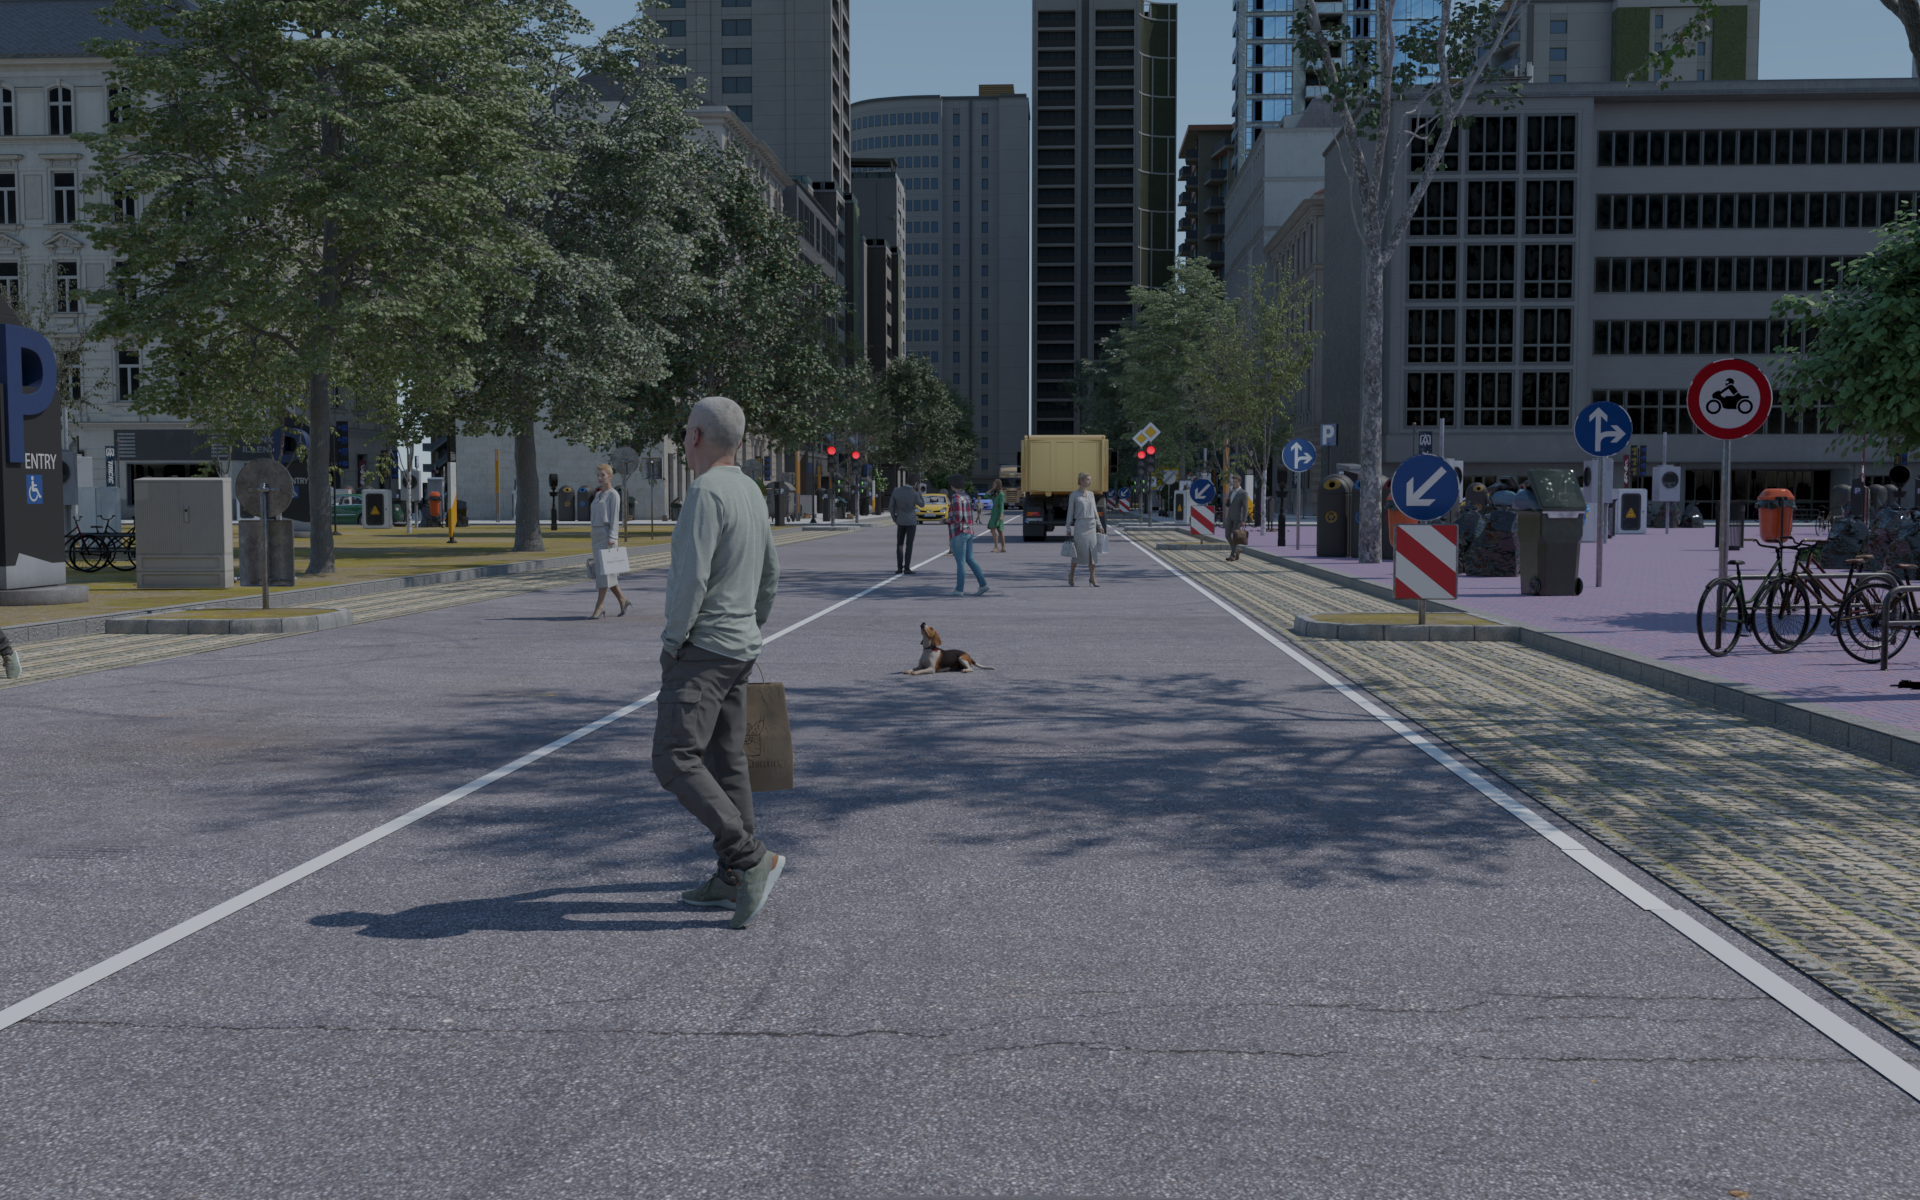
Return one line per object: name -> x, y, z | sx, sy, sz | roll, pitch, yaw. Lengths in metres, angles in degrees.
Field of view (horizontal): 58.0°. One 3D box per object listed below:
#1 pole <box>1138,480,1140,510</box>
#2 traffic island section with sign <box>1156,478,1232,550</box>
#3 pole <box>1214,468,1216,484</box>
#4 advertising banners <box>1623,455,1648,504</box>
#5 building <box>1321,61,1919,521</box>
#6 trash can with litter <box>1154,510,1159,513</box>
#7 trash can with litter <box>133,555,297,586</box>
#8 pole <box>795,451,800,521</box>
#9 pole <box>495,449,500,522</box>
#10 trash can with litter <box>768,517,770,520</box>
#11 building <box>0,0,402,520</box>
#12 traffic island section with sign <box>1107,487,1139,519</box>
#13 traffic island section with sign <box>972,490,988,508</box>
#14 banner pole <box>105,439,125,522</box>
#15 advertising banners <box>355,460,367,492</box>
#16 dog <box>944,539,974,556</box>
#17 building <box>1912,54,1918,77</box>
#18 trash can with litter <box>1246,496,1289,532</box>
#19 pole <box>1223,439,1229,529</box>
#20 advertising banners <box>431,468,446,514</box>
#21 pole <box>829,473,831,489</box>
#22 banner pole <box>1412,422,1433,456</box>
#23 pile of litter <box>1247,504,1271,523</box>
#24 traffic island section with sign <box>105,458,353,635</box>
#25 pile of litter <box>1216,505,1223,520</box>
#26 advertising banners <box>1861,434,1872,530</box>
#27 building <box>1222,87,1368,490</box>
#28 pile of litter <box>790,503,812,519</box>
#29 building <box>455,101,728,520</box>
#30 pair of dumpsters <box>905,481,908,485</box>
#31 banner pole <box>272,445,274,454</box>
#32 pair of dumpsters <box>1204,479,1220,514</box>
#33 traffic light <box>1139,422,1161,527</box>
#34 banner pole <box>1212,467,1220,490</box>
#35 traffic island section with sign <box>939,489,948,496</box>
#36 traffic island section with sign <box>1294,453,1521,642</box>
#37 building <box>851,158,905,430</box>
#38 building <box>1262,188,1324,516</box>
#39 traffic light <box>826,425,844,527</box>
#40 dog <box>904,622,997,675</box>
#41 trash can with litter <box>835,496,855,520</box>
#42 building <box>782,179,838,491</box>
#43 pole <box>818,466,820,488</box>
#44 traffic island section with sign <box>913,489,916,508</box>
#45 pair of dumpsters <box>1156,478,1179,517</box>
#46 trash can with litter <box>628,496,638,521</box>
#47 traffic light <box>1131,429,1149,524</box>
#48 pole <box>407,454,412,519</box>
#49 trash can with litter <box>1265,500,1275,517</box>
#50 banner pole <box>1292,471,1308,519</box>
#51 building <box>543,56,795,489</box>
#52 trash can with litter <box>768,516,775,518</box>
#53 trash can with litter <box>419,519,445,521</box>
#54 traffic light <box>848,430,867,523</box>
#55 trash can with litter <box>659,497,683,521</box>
pole -> 14.126, -8.700, 136.084 | 0.158, 3.312, 0.155 | 0, 3, 0
traffic island section with sign -> 6.082, -2.205, 44.687 | 1.989, 1.847, 2.006 | 0, 4, 3
pole -> 19.810, -8.610, 134.623 | 0.158, 3.312, 0.155 | 0, 3, 0
advertising banners -> 29.726, -4.900, 76.302 | 0.090, 3.025, 2.074 | -1, 4, -8
building -> 34.692, -16.487, 88.624 | 30.058, 24.678, 14.314 | 0, 4, 3
trash can with litter -> 14.318, -6.748, 121.388 | 2.233, 1.210, 1.678 | 0, 4, 3
trash can with litter -> -10.839, -0.866, 25.222 | 2.233, 1.210, 1.678 | -2, 4, -27
pole -> -7.590, -5.334, 81.059 | 0.158, 3.312, 0.155 | 0, 3, 0
pole -> -21.030, -5.194, 78.757 | 0.158, 3.312, 0.155 | 0, 3, 0
trash can with litter -> -9.701, -4.450, 84.142 | 0.624, 1.170, 1.055 | 1, 4, 20
building -> -54.617, -19.407, 93.720 | 44.131, 29.872, 17.030 | 0, 4, 3
traffic island section with sign -> 9.359, -5.595, 100.099 | 1.989, 1.847, 2.006 | 0, 4, 3
traffic island section with sign -> 1.806, -10.376, 178.269 | 1.989, 1.847, 2.006 | 0, 4, 3
banner pole -> -38.644, -5.451, 79.141 | 0.401, 3.779, 0.863 | 2, 4, 32
advertising banners -> -31.366, -5.698, 89.344 | 0.090, 3.025, 2.074 | 2, 4, 27
dog -> -0.011, -1.231, 40.325 | 0.748, 0.427, 0.550 | 0, 4, 0
building -> 59.516, -16.329, 84.993 | 19.932, 24.808, 12.078 | 0, 4, 3
trash can with litter -> 10.418, -2.946, 59.227 | 1.678, 1.210, 2.233 | 1, 4, 23
pole -> 9.844, -4.296, 64.088 | 0.158, 3.312, 0.155 | 0, 3, 0
advertising banners -> -37.805, -7.931, 125.863 | 0.090, 3.025, 2.074 | 1, 4, 17
pole -> -9.273, -7.971, 124.164 | 0.158, 3.312, 0.155 | 0, 3, 0
banner pole -> 16.101, -4.317, 60.594 | 0.863, 3.779, 0.401 | 1, 4, 11
pile of litter -> 13.133, -3.891, 77.578 | 1.719, 0.858, 1.176 | 1, 4, 13
traffic island section with sign -> -7.659, -0.604, 18.497 | 1.989, 1.847, 2.006 | 0, 4, 3
pile of litter -> 13.306, -4.481, 87.229 | 1.719, 0.858, 1.176 | 0, 4, 6
advertising banners -> 20.413, -2.621, 39.036 | 0.090, 3.025, 2.074 | 2, 4, 32
building -> 27.302, -21.840, 134.579 | 11.434, 29.767, 29.804 | 0, 4, 3
pile of litter -> -8.217, -4.679, 90.461 | 1.176, 0.858, 1.719 | 3, 4, 38
building -> -19.186, -14.583, 93.178 | 10.420, 20.320, 16.860 | 0, 4, 3
pair of dumpsters -> -4.387, -7.747, 129.156 | 1.574, 2.255, 4.437 | 0, 4, 3
banner pole -> -30.521, -5.377, 77.935 | 0.863, 3.779, 0.401 | -1, 4, -9
pair of dumpsters -> 12.820, -5.449, 91.584 | 1.574, 2.255, 4.437 | 0, 4, 3
traffic light -> 7.395, -4.804, 67.460 | 0.839, 4.253, 0.868 | 0, 4, 3
banner pole -> 20.379, -9.082, 138.511 | 0.863, 3.779, 0.401 | -1, 4, -14
traffic island section with sign -> -1.141, -7.319, 128.289 | 1.989, 1.847, 2.006 | 0, 4, 3
traffic island section with sign -> 4.481, -0.555, 17.697 | 1.989, 1.847, 2.006 | 0, 4, 3
building -> -13.925, -32.358, 212.645 | 14.086, 41.232, 14.154 | 0, 4, 3
building -> 26.025, -16.712, 109.398 | 11.583, 22.565, 21.152 | 0, 4, 3
traffic light -> -4.995, -4.847, 68.176 | 0.839, 4.253, 0.868 | 0, 4, 3
dog -> -0.071, 0.384, 13.921 | 0.748, 0.427, 0.550 | 0, 4, 2
trash can with litter -> -5.785, -4.664, 87.645 | 1.055, 1.170, 0.624 | 2, 4, 24
building -> -18.168, -21.016, 137.118 | 14.314, 27.812, 24.014 | 0, 4, 3
pole -> -10.349, -8.158, 127.231 | 0.158, 3.312, 0.155 | 0, 3, 0
traffic island section with sign -> -2.778, -5.639, 100.825 | 1.989, 1.847, 2.006 | 0, 4, 3
pair of dumpsters -> 11.846, -5.768, 96.799 | 1.574, 2.255, 4.437 | 0, 4, 3
trash can with litter -> -15.809, -4.388, 83.136 | 0.624, 1.170, 1.055 | 0, 4, -8
traffic light -> 7.867, -5.291, 75.431 | 0.839, 4.253, 0.868 | 0, 4, 3
pole -> -28.182, -5.801, 88.681 | 0.158, 3.312, 0.155 | 0, 3, 0
trash can with litter -> 16.157, -4.886, 91.272 | 0.624, 1.170, 1.055 | -3, 5, -45
banner pole -> 17.490, -6.066, 89.195 | 0.863, 3.779, 0.401 | 1, 4, 21
building -> -19.399, -19.939, 113.386 | 14.401, 28.519, 23.554 | 0, 4, 3
trash can with litter -> -10.631, -4.894, 91.072 | 2.233, 1.210, 1.678 | -2, 4, -32
trash can with litter -> -24.982, -4.381, 82.680 | 2.233, 1.210, 1.678 | 3, 5, 39
traffic light -> -4.523, -5.335, 76.147 | 0.839, 4.253, 0.868 | 0, 4, 3
trash can with litter -> -13.616, -4.293, 81.574 | 1.055, 1.170, 0.624 | -1, 4, -16
